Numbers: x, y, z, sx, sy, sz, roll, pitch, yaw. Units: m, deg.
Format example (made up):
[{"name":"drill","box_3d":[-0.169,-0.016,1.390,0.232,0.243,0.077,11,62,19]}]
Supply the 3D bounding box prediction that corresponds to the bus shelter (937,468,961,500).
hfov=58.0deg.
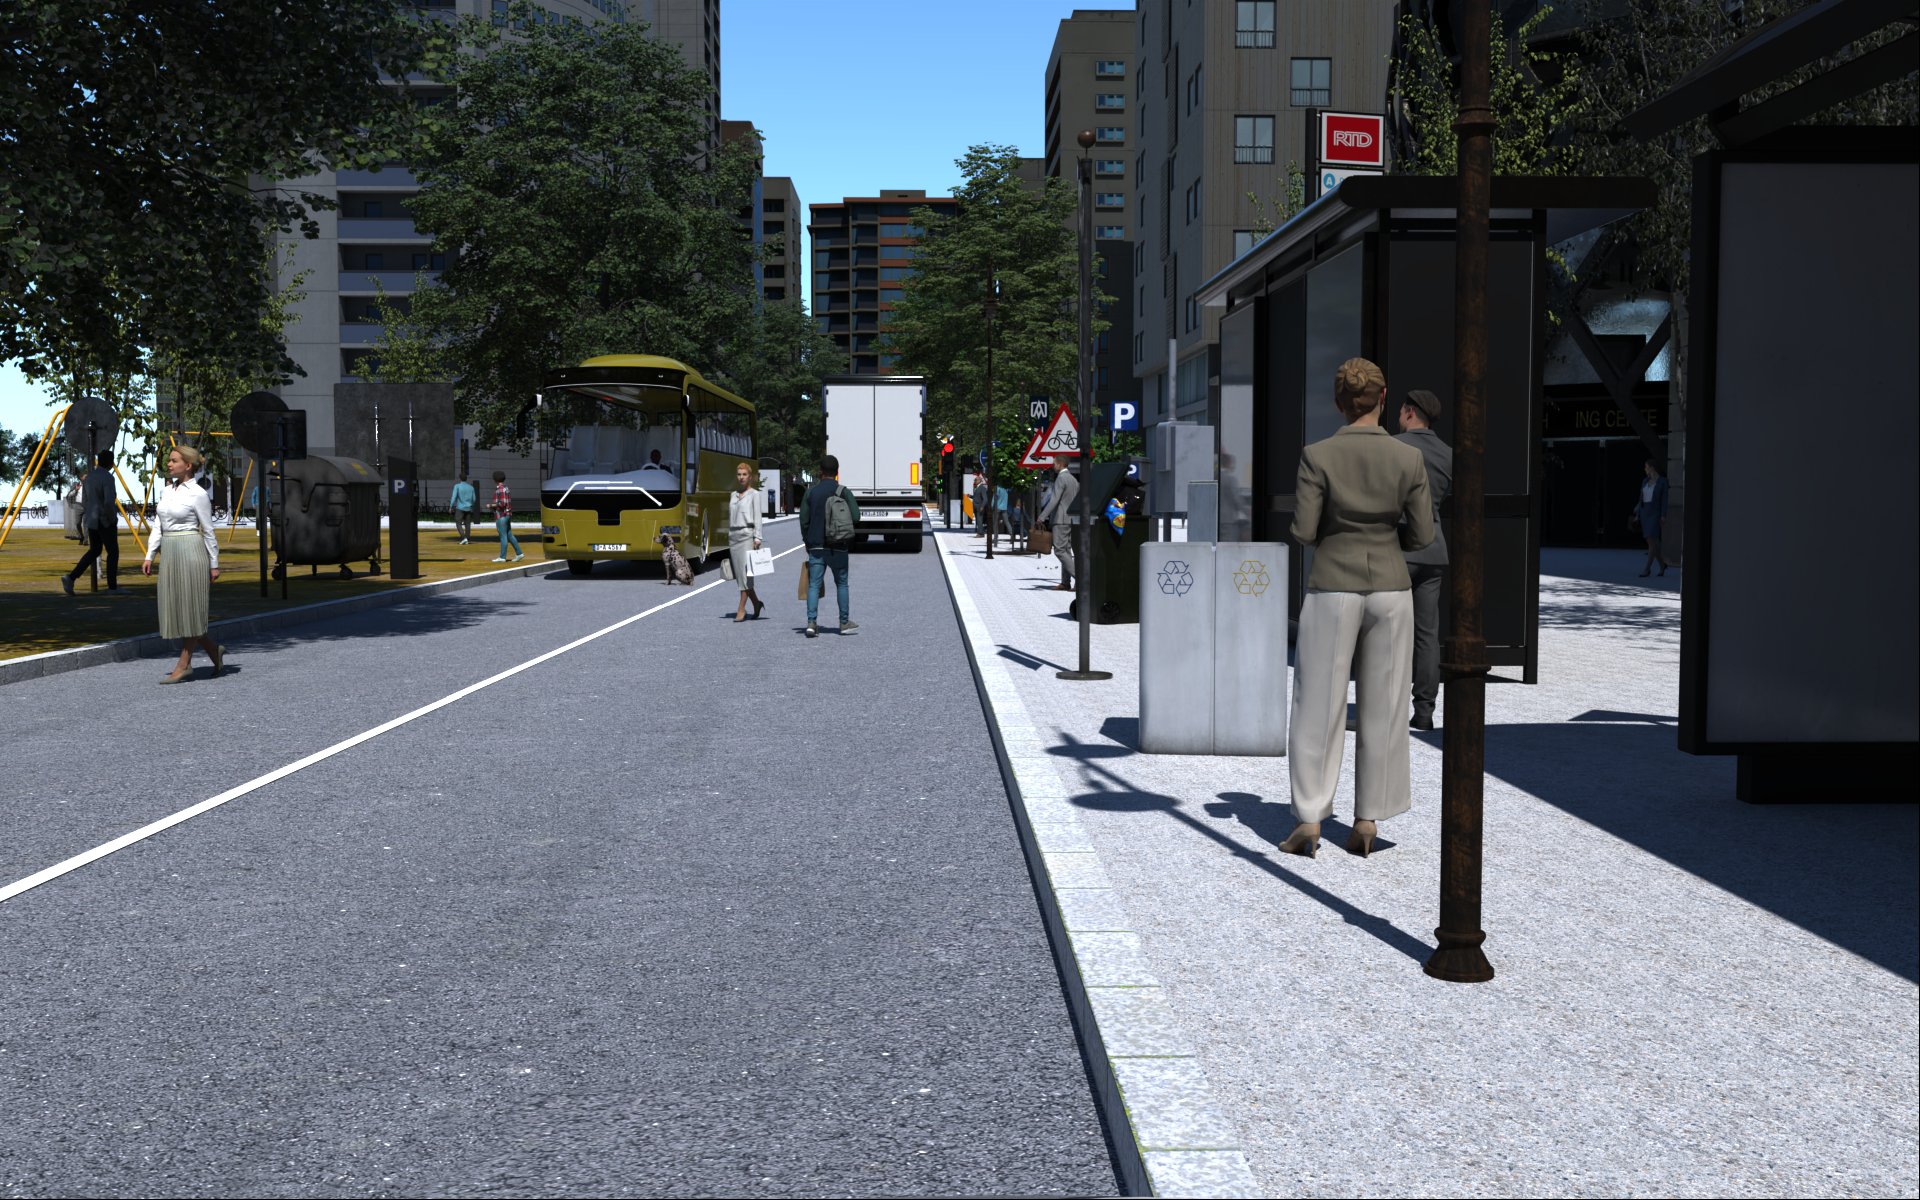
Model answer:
[{"name":"bus shelter","box_3d":[-0.668,-8.268,129.102,2.014,3.302,5.546,0,4,-1]}]

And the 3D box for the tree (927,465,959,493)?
[{"name":"tree","box_3d":[-1.634,-11.262,167.844,4.285,4.588,4.351,0,3,0]}]

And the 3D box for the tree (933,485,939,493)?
[{"name":"tree","box_3d":[-1.183,-8.786,138.259,1.663,3.219,1.824,0,3,0]}]

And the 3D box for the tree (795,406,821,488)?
[{"name":"tree","box_3d":[-12.095,-11.741,142.334,4.737,8.622,4.395,0,3,0]}]

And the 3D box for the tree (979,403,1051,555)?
[{"name":"tree","box_3d":[1.255,-2.579,36.771,1.663,3.219,1.824,0,3,0]}]

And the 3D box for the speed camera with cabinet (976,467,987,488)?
[{"name":"speed camera with cabinet","box_3d":[2.000,-6.591,102.104,2.038,3.252,0.660,-1,4,-20]}]

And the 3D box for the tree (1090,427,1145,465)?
[{"name":"tree","box_3d":[7.142,-5.928,80.642,4.285,4.588,4.351,0,3,0]}]

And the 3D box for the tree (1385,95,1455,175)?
[{"name":"tree","box_3d":[9.379,-4.967,31.565,4.360,8.622,3.978,0,3,0]}]

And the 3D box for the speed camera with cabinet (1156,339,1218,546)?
[{"name":"speed camera with cabinet","box_3d":[3.078,-1.668,21.613,0.660,3.252,2.038,-1,4,-15]}]

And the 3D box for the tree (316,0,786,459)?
[{"name":"tree","box_3d":[-9.716,-8.469,45.127,9.857,13.997,8.962,0,3,0]}]

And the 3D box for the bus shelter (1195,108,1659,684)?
[{"name":"bus shelter","box_3d":[3.464,-2.332,15.762,2.179,5.291,8.768,0,4,-1]}]

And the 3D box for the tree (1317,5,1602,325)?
[{"name":"tree","box_3d":[7.521,-4.613,25.787,4.737,8.622,4.395,0,3,0]}]

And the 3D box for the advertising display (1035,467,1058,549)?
[{"name":"advertising display","box_3d":[2.034,-2.164,40.593,0.123,1.923,0.974,-2,4,-24]}]

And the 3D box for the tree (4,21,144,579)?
[{"name":"tree","box_3d":[-12.986,-4.609,25.713,4.737,8.622,4.395,0,3,0]}]

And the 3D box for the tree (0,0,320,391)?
[{"name":"tree","box_3d":[-8.579,-6.585,14.318,9.857,13.997,8.962,0,3,0]}]

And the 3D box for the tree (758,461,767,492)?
[{"name":"tree","box_3d":[-9.868,-5.371,82.410,1.663,3.219,1.824,0,3,0]}]

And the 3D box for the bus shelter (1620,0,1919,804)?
[{"name":"bus shelter","box_3d":[3.851,-0.655,4.629,2.014,3.302,5.546,0,4,-1]}]

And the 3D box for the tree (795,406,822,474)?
[{"name":"tree","box_3d":[-13.265,-14.597,173.073,7.601,10.594,8.767,0,4,1]}]

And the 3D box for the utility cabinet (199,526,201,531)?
[{"name":"utility cabinet","box_3d":[-26.537,-3.015,60.450,0.306,1.237,1.020,-1,4,-18]}]

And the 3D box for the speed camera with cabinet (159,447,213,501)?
[{"name":"speed camera with cabinet","box_3d":[-32.476,-4.791,72.673,2.038,3.252,0.660,-2,4,-26]}]

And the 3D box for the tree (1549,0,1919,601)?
[{"name":"tree","box_3d":[8.851,-4.281,20.359,4.360,8.622,3.978,0,3,0]}]

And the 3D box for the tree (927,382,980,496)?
[{"name":"tree","box_3d":[-0.379,-9.796,110.523,4.737,8.622,4.395,0,3,0]}]

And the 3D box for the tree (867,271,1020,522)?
[{"name":"tree","box_3d":[-0.444,-9.458,80.394,9.928,11.665,9.643,0,3,0]}]

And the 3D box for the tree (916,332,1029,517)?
[{"name":"tree","box_3d":[0.486,-9.768,94.114,8.767,10.594,7.601,-1,4,-22]}]

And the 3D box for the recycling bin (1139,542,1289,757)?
[{"name":"recycling bin","box_3d":[1.289,0.229,8.816,0.722,1.027,0.722,1,4,9]}]

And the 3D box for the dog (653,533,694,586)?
[{"name":"dog","box_3d":[-4.402,-0.631,27.152,0.513,0.831,0.800,-3,4,-36]}]

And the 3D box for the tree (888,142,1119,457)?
[{"name":"tree","box_3d":[1.311,-8.485,56.864,7.486,12.596,7.792,0,3,0]}]

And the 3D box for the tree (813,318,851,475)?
[{"name":"tree","box_3d":[-10.713,-12.399,109.380,9.857,13.997,8.962,0,3,0]}]

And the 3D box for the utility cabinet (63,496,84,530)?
[{"name":"utility cabinet","box_3d":[-31.766,-3.140,62.507,1.020,1.237,0.306,-1,4,-21]}]

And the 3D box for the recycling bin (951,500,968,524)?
[{"name":"recycling bin","box_3d":[-0.071,-3.868,75.800,0.722,1.027,0.722,1,4,17]}]

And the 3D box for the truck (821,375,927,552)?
[{"name":"truck","box_3d":[-2.217,-3.511,46.318,2.839,4.237,11.283,0,4,-2]}]

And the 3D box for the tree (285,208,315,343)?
[{"name":"tree","box_3d":[-15.538,-5.192,35.246,4.737,8.622,4.395,0,3,0]}]

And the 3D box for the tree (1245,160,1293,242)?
[{"name":"tree","box_3d":[7.857,-5.370,38.160,4.737,8.622,4.395,0,3,0]}]

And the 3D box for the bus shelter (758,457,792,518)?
[{"name":"bus shelter","box_3d":[-10.629,-6.315,97.181,2.014,3.302,5.546,0,4,-1]}]

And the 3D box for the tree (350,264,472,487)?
[{"name":"tree","box_3d":[-17.904,-6.477,56.253,4.737,8.622,4.395,0,3,0]}]

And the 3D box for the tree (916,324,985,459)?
[{"name":"tree","box_3d":[-0.646,-20.115,184.768,12.611,20.169,13.585,0,3,0]}]

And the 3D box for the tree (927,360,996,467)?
[{"name":"tree","box_3d":[-0.910,-15.112,157.457,12.009,13.543,11.850,0,3,0]}]

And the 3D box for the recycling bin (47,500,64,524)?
[{"name":"recycling bin","box_3d":[-38.586,-3.760,74.035,0.722,1.027,0.722,-2,4,-31]}]

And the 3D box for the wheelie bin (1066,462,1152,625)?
[{"name":"wheelie bin","box_3d":[1.494,-0.576,17.330,0.693,1.594,0.980,-2,4,-26]}]

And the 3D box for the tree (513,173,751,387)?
[{"name":"tree","box_3d":[-10.437,-7.941,55.594,9.928,11.665,9.643,0,3,0]}]

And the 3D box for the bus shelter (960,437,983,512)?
[{"name":"bus shelter","box_3d":[1.155,-8.673,119.432,2.179,5.291,8.768,0,4,-1]}]

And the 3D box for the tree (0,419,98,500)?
[{"name":"tree","box_3d":[-66.294,-9.269,114.453,11.467,7.101,20.602,0,4,1]}]
